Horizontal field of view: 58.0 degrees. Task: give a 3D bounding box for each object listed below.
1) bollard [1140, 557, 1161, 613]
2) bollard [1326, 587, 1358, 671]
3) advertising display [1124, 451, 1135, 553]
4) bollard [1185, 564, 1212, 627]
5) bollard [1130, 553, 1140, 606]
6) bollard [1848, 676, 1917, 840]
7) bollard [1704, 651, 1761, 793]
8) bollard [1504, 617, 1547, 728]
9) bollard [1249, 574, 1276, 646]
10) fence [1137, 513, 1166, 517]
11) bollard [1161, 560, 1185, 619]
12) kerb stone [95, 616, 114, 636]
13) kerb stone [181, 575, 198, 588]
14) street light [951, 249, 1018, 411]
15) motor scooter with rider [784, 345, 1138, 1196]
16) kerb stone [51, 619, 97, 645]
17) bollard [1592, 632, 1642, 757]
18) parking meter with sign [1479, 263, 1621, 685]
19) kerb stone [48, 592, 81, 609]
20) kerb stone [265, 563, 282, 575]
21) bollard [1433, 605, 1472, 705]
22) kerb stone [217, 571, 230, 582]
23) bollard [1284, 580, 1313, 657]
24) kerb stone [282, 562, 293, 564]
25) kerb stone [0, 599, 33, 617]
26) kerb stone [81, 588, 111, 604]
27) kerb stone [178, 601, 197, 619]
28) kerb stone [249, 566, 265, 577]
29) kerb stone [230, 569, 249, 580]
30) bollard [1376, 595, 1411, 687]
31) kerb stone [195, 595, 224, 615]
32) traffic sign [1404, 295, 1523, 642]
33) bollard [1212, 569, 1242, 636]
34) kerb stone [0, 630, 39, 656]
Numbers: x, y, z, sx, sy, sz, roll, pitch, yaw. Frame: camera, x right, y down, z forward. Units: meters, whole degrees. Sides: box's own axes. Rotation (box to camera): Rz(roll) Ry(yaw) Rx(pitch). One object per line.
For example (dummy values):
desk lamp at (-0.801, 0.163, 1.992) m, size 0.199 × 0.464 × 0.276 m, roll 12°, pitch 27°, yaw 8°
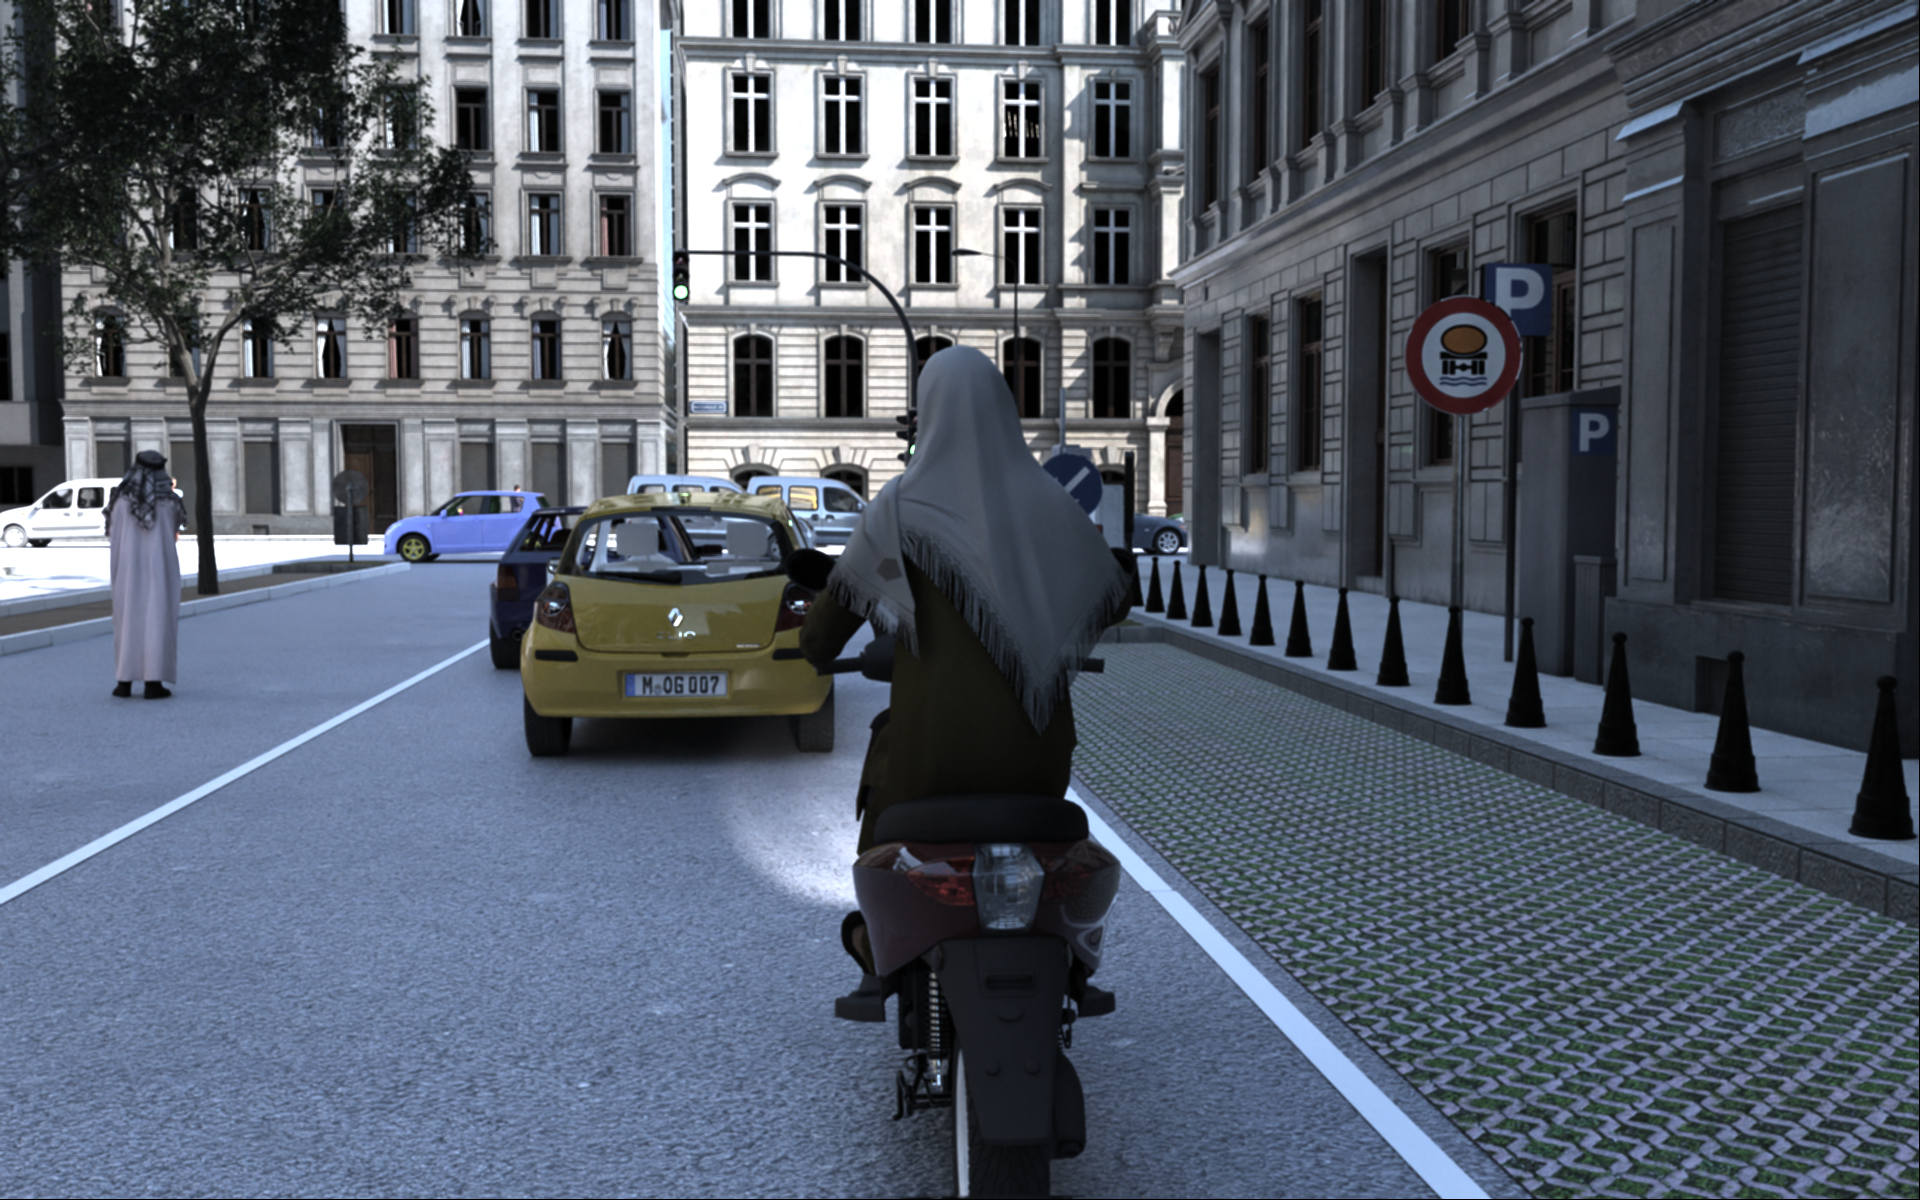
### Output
bollard at (2.121, -0.171, 18.832) m, size 0.229 × 0.601 × 0.229 m, roll 0°, pitch 3°, yaw 0°
bollard at (2.798, 0.207, 12.665) m, size 0.229 × 0.601 × 0.229 m, roll 0°, pitch 3°, yaw 0°
advertising display at (2.583, -1.297, 26.418) m, size 0.123 × 1.923 × 0.974 m, roll 0°, pitch 4°, yaw 7°
bollard at (2.348, -0.045, 16.785) m, size 0.229 × 0.601 × 0.229 m, roll 0°, pitch 3°, yaw 0°
bollard at (2.004, -0.234, 19.861) m, size 0.229 × 0.601 × 0.229 m, roll 0°, pitch 3°, yaw 0°
bollard at (3.473, 0.583, 6.505) m, size 0.229 × 0.601 × 0.229 m, roll 0°, pitch 3°, yaw 0°
bollard at (3.364, 0.521, 7.526) m, size 0.229 × 0.601 × 0.229 m, roll 0°, pitch 3°, yaw 0°
bollard at (3.135, 0.395, 9.586) m, size 0.229 × 0.601 × 0.229 m, roll 0°, pitch 3°, yaw 0°
bollard at (2.572, 0.080, 14.731) m, size 0.229 × 0.601 × 0.229 m, roll 0°, pitch 3°, yaw 0°
fence at (5.633, -2.448, 55.398) m, size 2.069 × 0.683 × 0.278 m, roll -1°, pitch 4°, yaw -9°
bollard at (2.230, -0.108, 17.805) m, size 0.229 × 0.601 × 0.229 m, roll 0°, pitch 3°, yaw 0°
kerb stone at (-8.829, 0.264, 17.924) m, size 0.120 × 0.150 × 1.000 m, roll 0°, pitch 4°, yaw -6°
kerb stone at (-11.925, -0.288, 26.912) m, size 0.120 × 0.150 × 1.000 m, roll 0°, pitch 4°, yaw -6°
street light at (0.525, -3.701, 33.045) m, size 1.470 × 5.913 × 1.316 m, roll 0°, pitch 4°, yaw -6°
motor scooter with rider at (0.049, 0.313, 3.852) m, size 0.876 × 1.779 × 1.986 m, roll 0°, pitch 4°, yaw -5°
kerb stone at (-8.702, 0.324, 16.899) m, size 0.120 × 0.150 × 1.000 m, roll 0°, pitch 4°, yaw -6°
bollard at (3.248, 0.458, 8.547) m, size 0.229 × 0.601 × 0.229 m, roll 0°, pitch 3°, yaw 0°
parking meter with sign at (4.332, -0.985, 12.370) m, size 0.543 × 3.016 × 1.738 m, roll -1°, pitch 4°, yaw -9°
kerb stone at (-11.368, 0.028, 21.809) m, size 0.120 × 0.150 × 1.000 m, roll 0°, pitch 4°, yaw -6°
kerb stone at (-12.378, -0.537, 30.985) m, size 0.120 × 0.150 × 1.000 m, roll 0°, pitch 4°, yaw -6°
bollard at (3.023, 0.332, 10.610) m, size 0.229 × 0.601 × 0.229 m, roll 0°, pitch 3°, yaw 0°
kerb stone at (-12.036, -0.345, 27.931) m, size 0.120 × 0.150 × 1.000 m, roll 0°, pitch 4°, yaw -6°
bollard at (2.684, 0.143, 13.703) m, size 0.229 × 0.601 × 0.229 m, roll 0°, pitch 3°, yaw 0°
kerb stone at (-12.489, -0.600, 32.004) m, size 0.120 × 0.150 × 1.000 m, roll 0°, pitch 4°, yaw -6°
kerb stone at (-11.254, 0.086, 20.789) m, size 0.120 × 0.150 × 1.000 m, roll 0°, pitch 4°, yaw -6°
kerb stone at (-11.482, -0.039, 22.827) m, size 0.120 × 0.150 × 1.000 m, roll 0°, pitch 4°, yaw -6°
kerb stone at (-9.061, 0.136, 19.970) m, size 0.120 × 0.150 × 1.000 m, roll 0°, pitch 4°, yaw -6°
kerb stone at (-12.272, -0.466, 29.967) m, size 0.120 × 0.150 × 1.000 m, roll 0°, pitch 4°, yaw -6°
kerb stone at (-12.147, -0.409, 28.949) m, size 0.120 × 0.150 × 1.000 m, roll 0°, pitch 4°, yaw -6°
bollard at (2.913, 0.270, 11.631) m, size 0.229 × 0.601 × 0.229 m, roll 0°, pitch 3°, yaw 0°
kerb stone at (-9.169, 0.074, 20.992) m, size 0.120 × 0.150 × 1.000 m, roll 0°, pitch 4°, yaw -6°
traffic sign at (3.224, -0.678, 11.197) m, size 0.768 × 2.556 × 0.104 m, roll 0°, pitch 4°, yaw -2°
bollard at (2.456, 0.017, 15.759) m, size 0.229 × 0.601 × 0.229 m, roll 0°, pitch 3°, yaw 0°
kerb stone at (-8.606, 0.388, 15.874) m, size 0.120 × 0.150 × 1.000 m, roll 0°, pitch 4°, yaw -6°
